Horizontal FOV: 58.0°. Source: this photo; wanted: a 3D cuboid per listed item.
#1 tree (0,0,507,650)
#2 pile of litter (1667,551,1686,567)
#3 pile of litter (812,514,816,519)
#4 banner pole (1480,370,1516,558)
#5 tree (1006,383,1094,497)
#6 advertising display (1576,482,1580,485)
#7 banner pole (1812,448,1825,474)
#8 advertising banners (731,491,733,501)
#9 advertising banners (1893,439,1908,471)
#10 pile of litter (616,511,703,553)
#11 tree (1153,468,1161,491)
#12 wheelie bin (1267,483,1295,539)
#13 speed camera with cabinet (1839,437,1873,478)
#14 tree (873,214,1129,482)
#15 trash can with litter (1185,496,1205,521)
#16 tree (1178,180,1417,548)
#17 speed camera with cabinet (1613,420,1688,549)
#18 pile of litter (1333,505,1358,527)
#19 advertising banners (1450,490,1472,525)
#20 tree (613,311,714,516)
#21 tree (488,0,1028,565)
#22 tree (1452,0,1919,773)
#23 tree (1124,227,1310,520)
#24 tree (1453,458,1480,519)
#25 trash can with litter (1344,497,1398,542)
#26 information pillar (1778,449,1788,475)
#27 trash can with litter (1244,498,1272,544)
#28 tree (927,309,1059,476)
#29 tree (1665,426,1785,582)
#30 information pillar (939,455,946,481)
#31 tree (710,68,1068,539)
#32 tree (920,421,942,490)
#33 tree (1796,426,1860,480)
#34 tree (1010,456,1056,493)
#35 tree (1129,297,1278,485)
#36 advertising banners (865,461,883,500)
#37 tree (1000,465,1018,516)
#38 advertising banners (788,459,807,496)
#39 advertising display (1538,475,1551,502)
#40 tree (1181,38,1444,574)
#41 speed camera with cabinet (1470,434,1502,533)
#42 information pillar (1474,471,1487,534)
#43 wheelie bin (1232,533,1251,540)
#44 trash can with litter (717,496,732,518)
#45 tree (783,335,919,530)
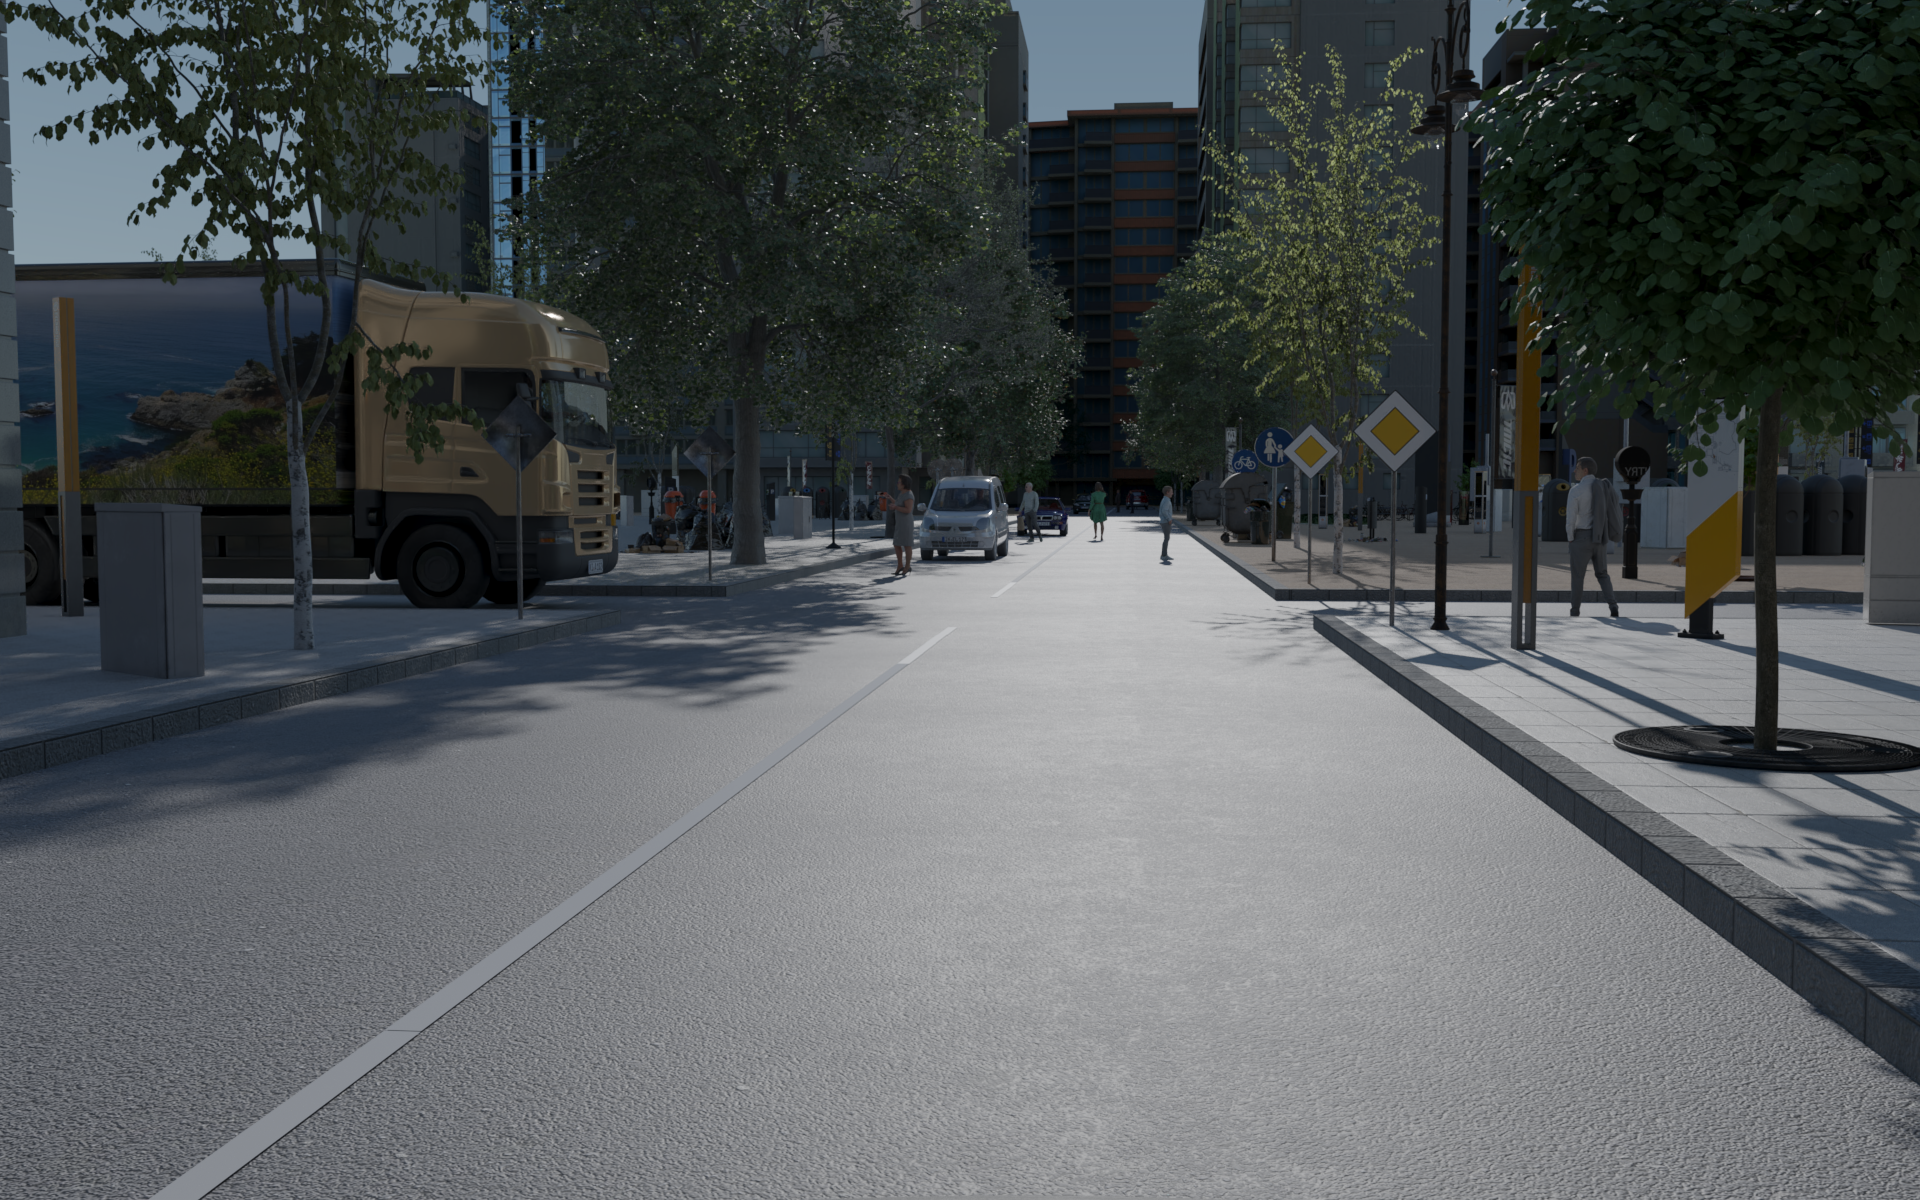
[{"bbox_3d":[-5.404,-3.882,13.837,4.737,8.622,4.395,0,3,0],"label":"tree"},{"bbox_3d":[13.206,-1.037,30.917,1.719,0.858,1.176,-3,5,-42],"label":"pile of litter"},{"bbox_3d":[-8.163,-4.685,90.563,1.719,0.858,1.176,-1,4,-22],"label":"pile of litter"},{"bbox_3d":[10.953,-2.754,35.047,0.863,3.779,0.401,-2,4,-25],"label":"banner pole"},{"bbox_3d":[6.989,-12.238,134.502,7.601,10.594,8.767,1,4,10],"label":"tree"},{"bbox_3d":[33.806,-5.495,95.063,0.974,1.923,0.123,2,4,34],"label":"advertising display"},{"bbox_3d":[46.061,-6.306,93.127,0.401,3.779,0.863,-3,5,-42],"label":"banner pole"},{"bbox_3d":[-9.470,-4.725,73.443,0.090,3.025,2.074,0,4,4],"label":"advertising banners"},{"bbox_3d":[29.548,-3.638,55.663,0.090,3.025,2.074,-1,4,-18],"label":"advertising banners"},{"bbox_3d":[-6.517,-1.456,37.772,1.719,0.858,1.176,1,4,15],"label":"pile of litter"},{"bbox_3d":[16.801,-9.148,133.281,4.285,4.588,4.351,0,3,0],"label":"tree"},{"bbox_3d":[9.187,-2.556,49.698,0.693,1.594,0.980,-1,4,-18],"label":"wheelie bin"},{"bbox_3d":[22.085,-2.970,42.901,0.660,3.252,2.038,2,4,31],"label":"speed camera with cabinet"},{"bbox_3d":[0.444,-9.402,70.723,9.611,12.733,9.660,0,3,0],"label":"tree"},{"bbox_3d":[11.149,-4.298,81.658,1.055,1.170,0.624,2,4,27],"label":"trash can with litter"},{"bbox_3d":[8.246,-5.546,41.035,4.737,8.622,4.395,0,3,0],"label":"tree"},{"bbox_3d":[16.372,-2.859,41.076,0.660,3.252,2.038,-1,4,-16],"label":"speed camera with cabinet"},{"bbox_3d":[15.192,-3.295,67.846,1.176,0.858,1.719,2,4,23],"label":"pile of litter"},{"bbox_3d":[20.027,-4.583,71.113,2.074,3.025,0.090,-1,4,-9],"label":"advertising banners"},{"bbox_3d":[-11.035,-6.923,63.558,4.360,8.622,3.978,0,3,0],"label":"tree"},{"bbox_3d":[-3.782,-7.631,31.427,9.857,13.997,8.962,0,3,0],"label":"tree"},{"bbox_3d":[4.094,-1.522,8.602,4.285,4.588,4.351,0,3,0],"label":"tree"},{"bbox_3d":[12.646,-10.865,84.294,9.857,13.997,8.962,0,3,0],"label":"tree"},{"bbox_3d":[26.909,-5.880,90.744,1.663,3.219,1.824,0,3,0],"label":"tree"},{"bbox_3d":[10.998,-2.193,46.906,1.678,1.210,2.233,1,4,22],"label":"trash can with litter"},{"bbox_3d":[24.633,-3.710,52.005,0.504,3.616,0.183,-1,4,-11],"label":"information pillar"},{"bbox_3d":[7.670,-2.005,44.171,0.624,1.170,1.055,2,4,25],"label":"trash can with litter"},{"bbox_3d":[1.184,-9.701,84.363,9.928,11.665,9.643,0,3,0],"label":"tree"},{"bbox_3d":[11.641,-1.915,25.918,1.663,3.219,1.824,0,3,0],"label":"tree"},{"bbox_3d":[-0.923,-6.131,91.600,0.183,3.616,0.504,3,4,39],"label":"information pillar"},{"bbox_3d":[-1.991,-8.533,49.877,12.009,13.543,11.850,0,3,0],"label":"tree"},{"bbox_3d":[-0.886,-8.916,96.138,4.737,8.622,4.395,0,3,0],"label":"tree"},{"bbox_3d":[39.205,-7.878,79.173,4.737,8.622,4.395,0,3,0],"label":"tree"},{"bbox_3d":[4.920,-8.122,116.504,4.285,4.588,4.351,0,3,0],"label":"tree"},{"bbox_3d":[13.719,-11.092,98.368,9.611,12.733,9.660,0,3,0],"label":"tree"},{"bbox_3d":[-4.303,-5.896,92.580,2.074,3.025,0.090,-3,5,-44],"label":"advertising banners"},{"bbox_3d":[2.583,-6.603,102.564,1.663,3.219,1.824,0,3,0],"label":"tree"},{"bbox_3d":[-8.178,-5.571,87.273,0.090,3.025,2.074,-2,4,-32],"label":"advertising banners"},{"bbox_3d":[20.040,-3.343,59.872,0.974,1.923,0.123,-2,4,-32],"label":"advertising display"},{"bbox_3d":[5.891,-4.722,27.573,4.360,8.622,3.978,0,3,0],"label":"tree"},{"bbox_3d":[17.521,-3.873,57.658,0.660,3.252,2.038,2,4,31],"label":"speed camera with cabinet"},{"bbox_3d":[16.861,-3.157,56.104,0.304,2.012,0.304,3,5,41],"label":"information pillar"},{"bbox_3d":[8.317,-2.630,50.912,0.980,1.594,0.693,-1,4,-11],"label":"wheelie bin"},{"bbox_3d":[-12.458,-5.043,93.505,2.233,1.210,1.678,2,4,25],"label":"trash can with litter"},{"bbox_3d":[-4.077,-6.766,60.986,4.737,8.622,4.395,0,3,0],"label":"tree"}]
